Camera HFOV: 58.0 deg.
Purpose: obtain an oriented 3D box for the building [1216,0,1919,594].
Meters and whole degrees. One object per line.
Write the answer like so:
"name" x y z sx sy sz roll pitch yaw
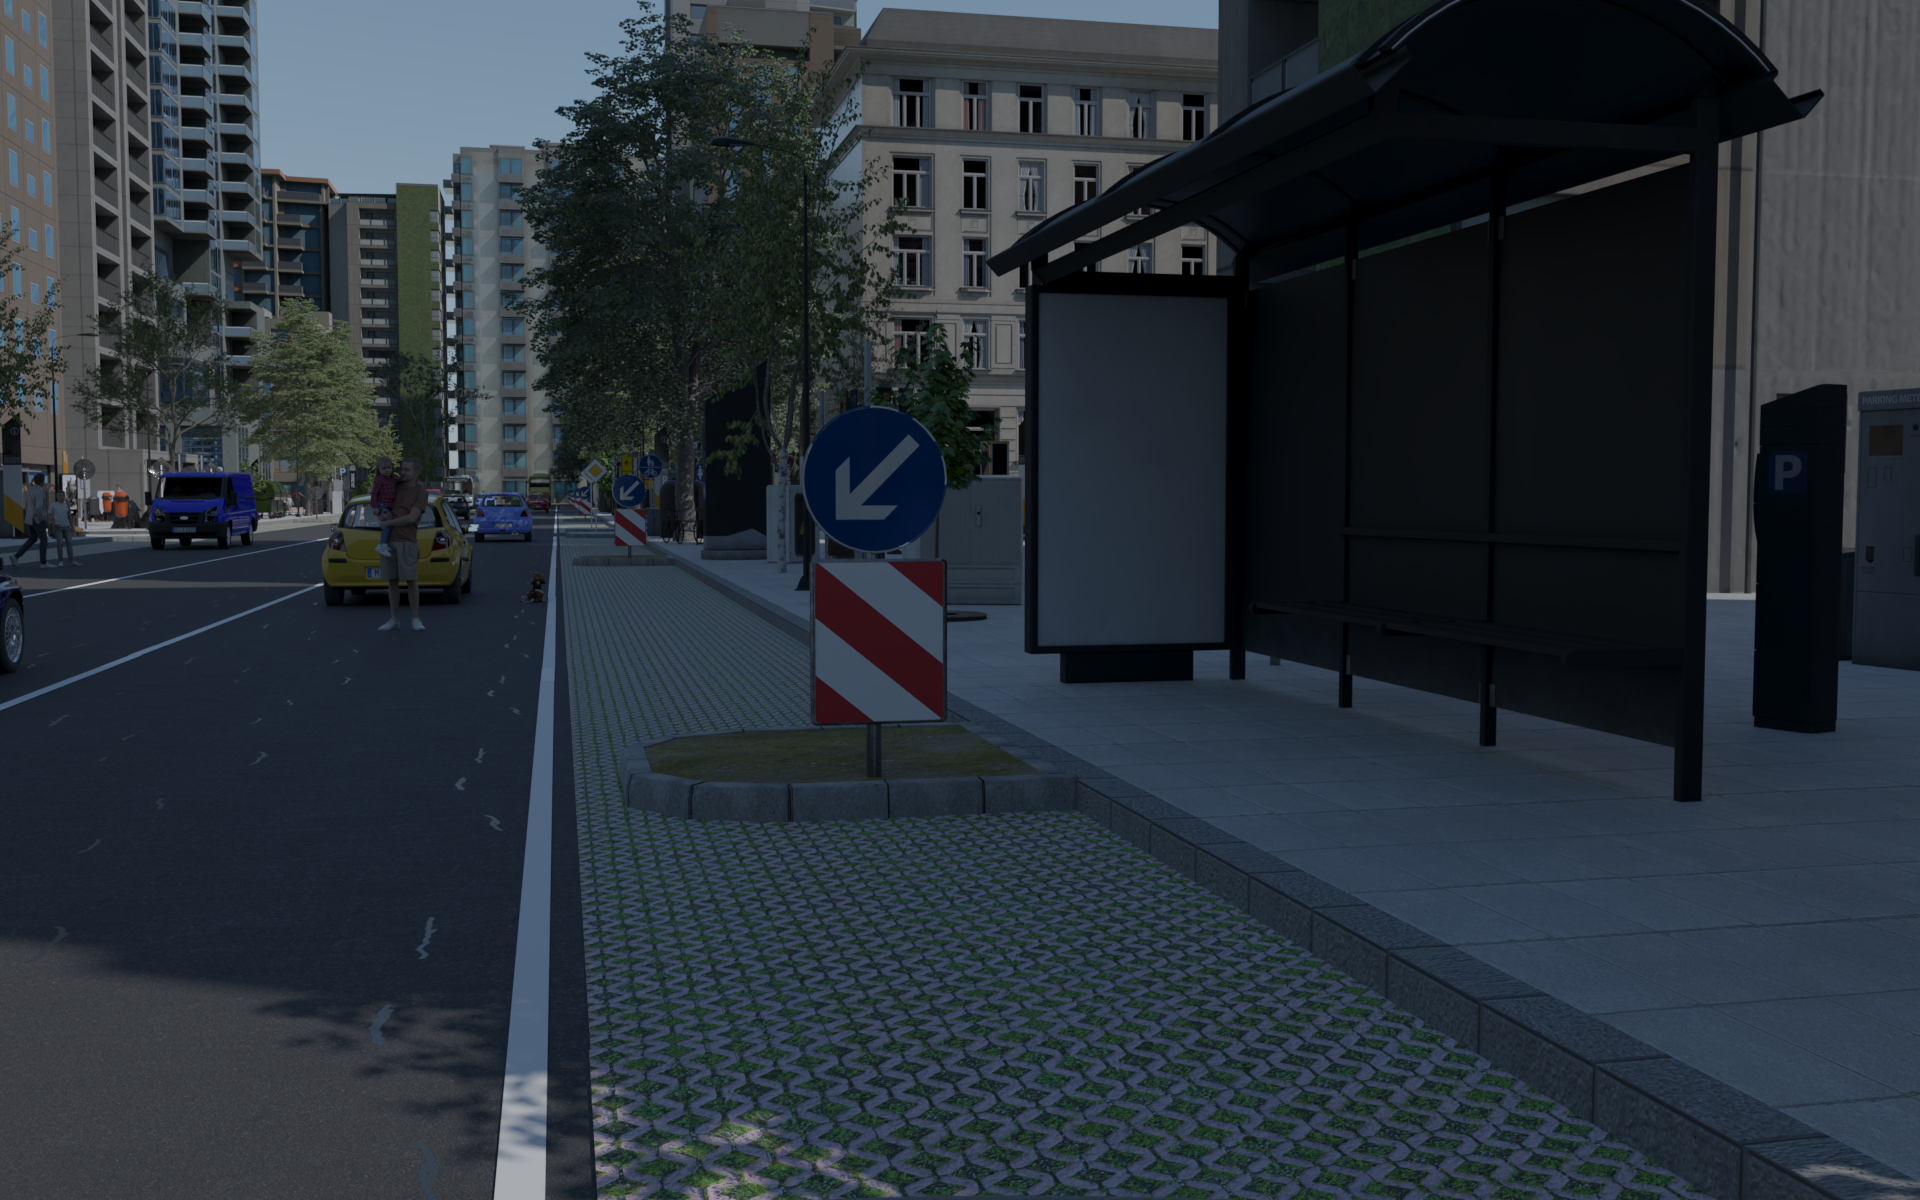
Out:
"building" 11.867 -21.103 28.637 14.154 41.232 14.086 -1 4 -13

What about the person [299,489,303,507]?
"person" -64.044 -9.895 167.906 0.705 1.814 1.350 0 4 -3

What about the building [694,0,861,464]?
"building" -16.648 -31.109 158.737 14.600 45.320 14.200 -1 4 -13

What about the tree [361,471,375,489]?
"tree" -48.399 -9.022 142.112 1.663 3.219 1.824 0 3 0

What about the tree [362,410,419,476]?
"tree" -49.861 -12.176 149.433 4.737 8.622 4.395 0 3 0

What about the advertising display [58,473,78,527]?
"advertising display" -27.864 -2.992 54.127 0.123 1.923 0.974 0 4 -2

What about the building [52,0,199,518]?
"building" -56.649 -40.464 99.838 20.563 71.187 20.611 -1 4 -13

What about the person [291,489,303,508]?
"person" -59.447 -9.095 155.463 1.217 1.743 0.721 0 4 -7

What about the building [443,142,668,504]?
"building" -54.803 -37.871 238.805 30.456 49.044 23.786 -1 4 -13

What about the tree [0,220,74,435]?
"tree" -25.783 -5.821 45.530 4.737 8.622 4.395 0 3 0

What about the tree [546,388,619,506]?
"tree" -38.896 -16.261 182.869 9.611 12.733 9.660 0 3 0

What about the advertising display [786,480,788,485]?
"advertising display" -7.645 -4.154 73.125 0.974 1.923 0.123 3 5 42

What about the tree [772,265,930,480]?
"tree" -3.098 -6.479 56.292 4.360 8.622 3.978 0 3 0

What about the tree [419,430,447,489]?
"tree" -59.909 -14.934 194.527 4.737 8.622 4.395 0 3 0

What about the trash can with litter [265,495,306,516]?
"trash can with litter" -40.022 -5.624 103.014 2.233 1.210 1.678 1 4 12

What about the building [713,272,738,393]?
"building" -13.330 -17.356 132.917 9.793 20.994 18.267 -1 4 -13

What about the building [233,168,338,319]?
"building" -97.364 -35.113 228.718 28.867 44.769 22.147 -1 4 -13

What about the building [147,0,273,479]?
"building" -69.891 -50.788 143.056 22.319 86.520 31.000 -1 4 -13

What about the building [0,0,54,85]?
"building" -49.464 -26.064 76.260 14.600 45.320 14.200 -1 4 -13

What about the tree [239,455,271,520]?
"tree" -34.918 -5.516 84.795 1.663 3.219 1.824 0 3 0

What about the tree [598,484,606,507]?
"tree" -24.927 -7.769 121.618 1.663 3.219 1.824 0 3 0

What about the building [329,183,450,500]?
"building" -75.385 -33.372 229.234 14.086 41.232 14.154 -1 4 -13

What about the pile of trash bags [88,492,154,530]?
"pile of trash bags" -30.458 -3.318 64.006 1.912 1.369 3.447 0 4 -7

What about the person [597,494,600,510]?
"person" -28.211 -7.663 135.611 0.475 1.303 0.640 0 4 -2

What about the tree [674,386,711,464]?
"tree" -16.807 -9.826 111.011 4.360 8.622 3.978 0 3 0

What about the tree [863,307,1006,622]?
"tree" -0.146 -1.422 17.853 1.663 3.219 1.824 0 3 0

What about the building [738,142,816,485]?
"building" -7.946 -17.537 116.401 12.332 23.373 15.834 -1 4 -13

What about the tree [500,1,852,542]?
"tree" -7.358 -8.560 46.607 9.857 13.997 8.962 0 3 0

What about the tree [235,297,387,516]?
"tree" -38.064 -11.166 100.693 7.486 12.596 7.792 0 3 0

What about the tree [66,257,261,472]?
"tree" -31.774 -8.242 69.170 8.767 10.594 7.601 3 5 41

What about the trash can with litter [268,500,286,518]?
"trash can with litter" -37.378 -5.094 94.676 1.055 1.170 0.624 -1 4 -21

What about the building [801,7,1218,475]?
"building" 7.897 -15.504 86.772 30.059 22.955 16.112 -1 4 -13

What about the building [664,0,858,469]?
"building" -22.164 -39.853 193.590 21.231 58.520 28.212 -1 4 -13

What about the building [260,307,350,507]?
"building" -81.056 -20.585 181.610 28.899 21.520 27.650 -1 4 -13

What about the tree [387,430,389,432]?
"tree" -43.199 -12.297 119.188 7.486 12.596 7.792 0 3 0

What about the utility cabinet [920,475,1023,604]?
"utility cabinet" 0.135 -0.698 20.096 1.173 1.500 0.318 0 4 7

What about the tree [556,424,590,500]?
"tree" -44.107 -17.121 205.682 9.928 11.665 9.643 0 3 0

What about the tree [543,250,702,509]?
"tree" -15.422 -9.908 80.118 7.486 12.596 7.792 0 3 0

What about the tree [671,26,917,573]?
"tree" -2.838 -4.766 28.287 4.737 8.622 4.395 0 3 0

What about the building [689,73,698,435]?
"building" -19.860 -29.909 172.609 14.154 41.232 14.086 -1 4 -13

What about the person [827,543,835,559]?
"person" -2.166 -1.488 30.344 0.573 1.828 0.580 -1 4 -22

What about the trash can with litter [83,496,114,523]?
"trash can with litter" -38.962 -4.141 78.769 1.678 1.210 2.233 1 4 23

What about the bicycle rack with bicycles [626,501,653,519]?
"bicycle rack with bicycles" -15.296 -4.421 85.666 2.925 0.926 2.852 1 4 12

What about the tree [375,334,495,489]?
"tree" -61.510 -21.282 203.855 12.611 20.169 13.585 0 3 0

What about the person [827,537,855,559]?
"person" -1.723 -1.212 25.817 0.822 1.834 0.622 -3 4 -37

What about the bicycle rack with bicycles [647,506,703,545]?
"bicycle rack with bicycles" -6.221 -1.900 44.445 2.852 0.926 2.925 -2 4 -23

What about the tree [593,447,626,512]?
"tree" -22.029 -7.701 109.626 4.285 4.588 4.351 0 3 0

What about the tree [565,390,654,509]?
"tree" -30.641 -13.249 151.025 8.767 10.594 7.601 2 4 30
